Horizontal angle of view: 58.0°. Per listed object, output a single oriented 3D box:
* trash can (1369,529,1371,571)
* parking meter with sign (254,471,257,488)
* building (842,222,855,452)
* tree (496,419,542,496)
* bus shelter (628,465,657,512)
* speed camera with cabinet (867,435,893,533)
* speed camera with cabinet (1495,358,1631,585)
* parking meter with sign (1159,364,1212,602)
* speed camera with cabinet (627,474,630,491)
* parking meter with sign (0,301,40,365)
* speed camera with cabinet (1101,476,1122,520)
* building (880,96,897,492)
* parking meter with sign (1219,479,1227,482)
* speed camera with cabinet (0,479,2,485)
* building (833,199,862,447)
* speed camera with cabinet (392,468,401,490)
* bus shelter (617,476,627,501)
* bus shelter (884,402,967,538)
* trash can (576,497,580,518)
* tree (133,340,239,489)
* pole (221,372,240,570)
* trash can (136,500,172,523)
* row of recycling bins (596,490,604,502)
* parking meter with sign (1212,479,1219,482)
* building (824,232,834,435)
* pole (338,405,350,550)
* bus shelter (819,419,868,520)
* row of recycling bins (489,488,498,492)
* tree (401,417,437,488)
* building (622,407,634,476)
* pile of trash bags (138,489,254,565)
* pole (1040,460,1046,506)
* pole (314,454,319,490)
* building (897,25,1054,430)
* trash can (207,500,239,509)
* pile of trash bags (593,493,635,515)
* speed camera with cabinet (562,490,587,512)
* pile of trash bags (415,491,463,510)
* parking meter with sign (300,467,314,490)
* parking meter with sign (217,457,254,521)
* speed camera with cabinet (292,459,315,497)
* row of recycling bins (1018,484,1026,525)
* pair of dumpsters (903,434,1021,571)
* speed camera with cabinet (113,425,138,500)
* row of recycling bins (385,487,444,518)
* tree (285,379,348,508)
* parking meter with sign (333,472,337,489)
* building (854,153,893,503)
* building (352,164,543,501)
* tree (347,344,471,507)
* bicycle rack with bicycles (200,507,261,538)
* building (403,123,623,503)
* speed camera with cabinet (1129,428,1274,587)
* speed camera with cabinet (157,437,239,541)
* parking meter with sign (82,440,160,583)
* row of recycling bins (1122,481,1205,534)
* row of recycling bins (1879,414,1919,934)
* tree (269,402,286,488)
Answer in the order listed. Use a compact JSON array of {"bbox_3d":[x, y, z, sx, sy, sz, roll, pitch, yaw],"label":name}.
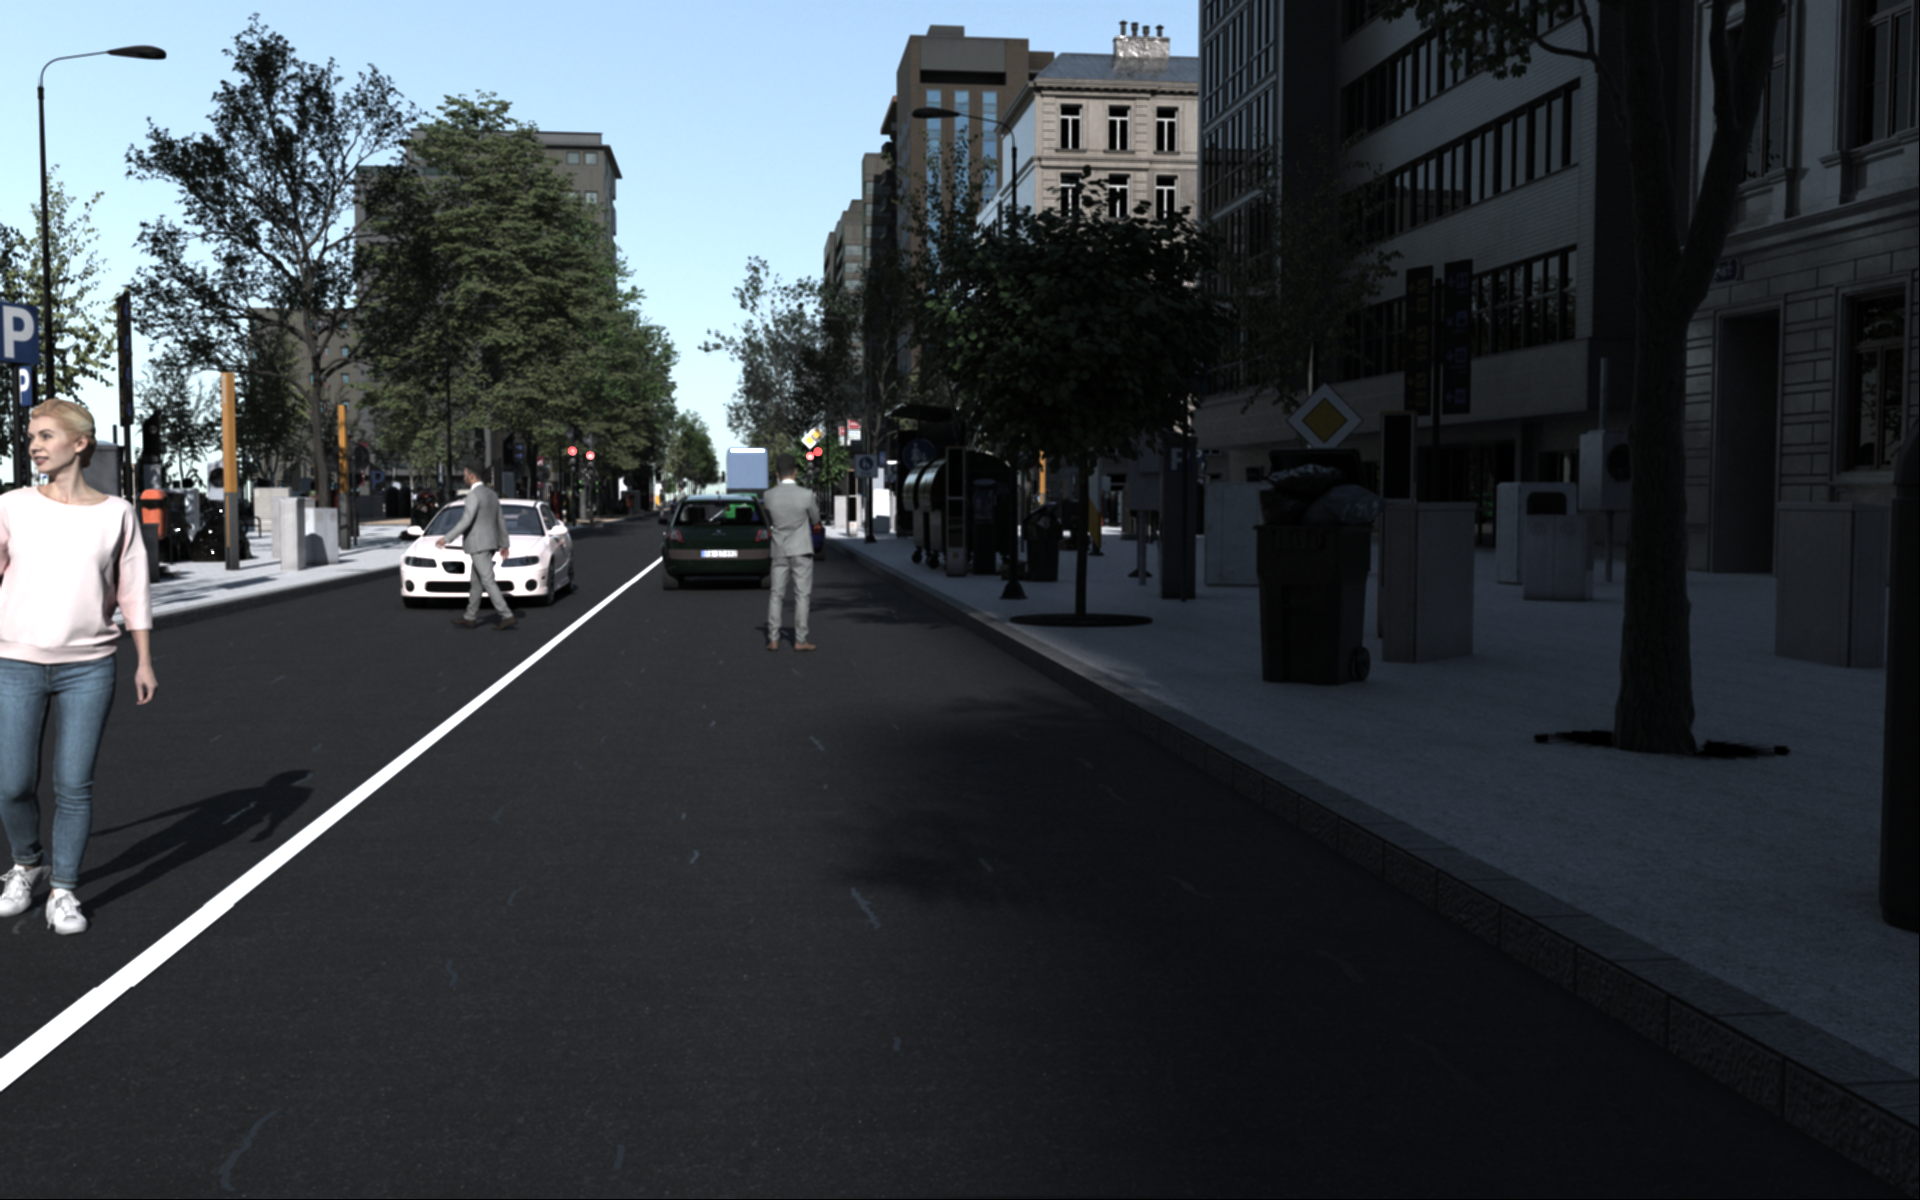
[{"bbox_3d":[6.235,-0.975,27.587,0.748,1.137,0.748,0,3,0],"label":"trash can"},{"bbox_3d":[-41.264,-6.435,101.466,0.543,3.016,1.738,-3,5,-40],"label":"parking meter with sign"},{"bbox_3d":[-10.847,-35.390,262.218,14.154,41.232,14.086,0,4,-7],"label":"building"},{"bbox_3d":[-36.990,-11.937,145.531,4.360,8.622,3.978,0,3,0],"label":"tree"},{"bbox_3d":[-23.621,-9.154,127.305,2.179,5.291,8.768,0,4,-7],"label":"bus shelter"},{"bbox_3d":[-2.724,-3.854,57.351,0.660,3.252,2.038,-1,4,-10],"label":"speed camera with cabinet"},{"bbox_3d":[8.739,-1.865,24.831,2.038,3.252,0.660,-1,4,-17],"label":"speed camera with cabinet"},{"bbox_3d":[2.713,-1.538,21.405,0.543,3.016,1.738,0,4,3],"label":"parking meter with sign"},{"bbox_3d":[-25.311,-8.478,132.950,0.660,3.252,2.038,0,4,-2],"label":"speed camera with cabinet"},{"bbox_3d":[-9.450,-1.211,16.057,1.738,3.016,0.543,1,4,11],"label":"parking meter with sign"},{"bbox_3d":[7.547,-5.596,85.824,0.660,3.252,2.038,-3,5,-41],"label":"speed camera with cabinet"},{"bbox_3d":[2.760,-32.760,190.246,22.147,44.769,28.867,0,4,-7],"label":"building"},{"bbox_3d":[13.173,-5.611,88.002,1.738,3.016,0.543,-1,4,-11],"label":"parking meter with sign"},{"bbox_3d":[-54.253,-6.316,97.603,0.660,3.252,2.038,-2,4,-33],"label":"speed camera with cabinet"},{"bbox_3d":[-8.785,-40.177,280.593,21.300,48.544,21.600,0,4,-7],"label":"building"},{"bbox_3d":[-42.648,-8.377,131.293,0.660,3.252,2.038,-1,4,-22],"label":"speed camera with cabinet"},{"bbox_3d":[-27.085,-9.034,141.625,2.014,3.302,5.546,0,4,-7],"label":"bus shelter"},{"bbox_3d":[-0.964,-3.445,47.615,1.731,3.624,6.357,0,4,-7],"label":"bus shelter"},{"bbox_3d":[-20.153,-4.865,91.200,0.748,1.137,0.748,0,3,0],"label":"trash can"},{"bbox_3d":[-37.417,-8.164,83.848,4.360,8.622,3.978,0,3,0],"label":"tree"},{"bbox_3d":[-12.271,-2.157,29.117,0.158,3.312,0.155,0,3,0],"label":"pole"},{"bbox_3d":[-18.181,-1.680,39.118,0.748,1.137,0.748,0,3,0],"label":"trash can"},{"bbox_3d":[-28.981,-8.513,146.293,3.534,1.692,1.069,0,4,-6],"label":"row of recycling bins"},{"bbox_3d":[9.340,-4.296,66.493,0.543,3.016,1.738,2,4,25],"label":"parking meter with sign"},{"bbox_3d":[-12.514,-41.494,302.132,21.300,48.544,21.600,0,4,-7],"label":"building"},{"bbox_3d":[-14.121,-2.805,39.704,0.158,3.312,0.155,0,3,0],"label":"pole"},{"bbox_3d":[-6.040,-6.863,89.836,2.179,5.291,8.768,0,4,-7],"label":"bus shelter"},{"bbox_3d":[-31.400,-6.644,115.744,1.069,1.692,3.534,-1,4,-13],"label":"row of recycling bins"},{"bbox_3d":[-44.599,-11.840,143.947,4.737,8.622,4.395,0,3,0],"label":"tree"},{"bbox_3d":[-67.934,-26.837,283.818,27.650,21.520,28.899,0,4,-7],"label":"building"},{"bbox_3d":[-14.695,-1.405,32.728,1.912,1.369,3.447,0,4,-7],"label":"pile of trash bags"},{"bbox_3d":[2.725,-3.866,57.058,0.158,3.312,0.155,0,3,0],"label":"pole"},{"bbox_3d":[-32.728,-5.767,88.126,0.158,3.312,0.155,0,3,0],"label":"pole"},{"bbox_3d":[1.407,-31.670,167.922,14.600,45.320,14.200,0,4,-7],"label":"building"},{"bbox_3d":[-18.066,-1.887,42.504,0.748,1.137,0.748,0,3,0],"label":"trash can"},{"bbox_3d":[-20.999,-5.899,106.196,1.912,1.369,3.447,-3,5,-44],"label":"pile of trash bags"},{"bbox_3d":[-27.521,-7.861,122.866,2.038,3.252,0.660,-2,4,-32],"label":"speed camera with cabinet"},{"bbox_3d":[-15.409,-2.662,53.269,1.912,1.369,3.447,2,4,25],"label":"pile of trash bags"},{"bbox_3d":[-42.870,-7.177,113.608,1.738,3.016,0.543,2,4,29],"label":"parking meter with sign"},{"bbox_3d":[-34.396,-5.218,81.570,1.738,3.016,0.543,0,4,5],"label":"parking meter with sign"},{"bbox_3d":[-36.640,-6.251,96.547,0.660,3.252,2.038,0,4,5],"label":"speed camera with cabinet"},{"bbox_3d":[0.945,-3.913,71.090,3.534,1.692,1.069,0,4,-4],"label":"row of recycling bins"},{"bbox_3d":[-0.009,-1.687,30.080,1.574,2.255,4.437,0,4,-7],"label":"pair of dumpsters"},{"bbox_3d":[-23.942,-3.328,48.747,0.660,3.252,2.038,0,4,4],"label":"speed camera with cabinet"},{"bbox_3d":[-29.903,-5.368,94.880,3.534,1.692,1.069,1,4,15],"label":"row of recycling bins"},{"bbox_3d":[-39.673,-9.724,109.357,4.360,8.622,3.978,0,3,0],"label":"tree"},{"bbox_3d":[-40.921,-7.194,113.881,0.543,3.016,1.738,0,4,-4],"label":"parking meter with sign"},{"bbox_3d":[-4.985,-32.257,210.993,14.154,41.232,14.086,0,4,-7],"label":"building"},{"bbox_3d":[-45.607,-23.480,155.596,14.160,30.474,14.107,0,4,-7],"label":"building"},{"bbox_3d":[-25.908,-8.028,81.613,4.360,8.622,3.978,0,3,0],"label":"tree"},{"bbox_3d":[-21.716,-2.265,50.417,2.925,0.926,2.852,2,4,27],"label":"bicycle rack with bicycles"},{"bbox_3d":[-64.716,-40.690,254.527,28.713,52.752,27.495,0,4,-7],"label":"building"},{"bbox_3d":[3.418,-1.829,24.242,2.038,3.252,0.660,1,4,15],"label":"speed camera with cabinet"},{"bbox_3d":[-20.937,-3.254,47.535,2.038,3.252,0.660,0,4,-6],"label":"speed camera with cabinet"},{"bbox_3d":[-12.216,-1.716,24.321,0.543,3.016,1.738,3,4,38],"label":"parking meter with sign"},{"bbox_3d":[6.586,-3.011,56.341,1.069,1.692,3.534,-3,4,-38],"label":"row of recycling bins"},{"bbox_3d":[3.646,0.200,3.846,1.069,1.692,3.534,-1,4,-21],"label":"row of recycling bins"},{"bbox_3d":[-46.224,-10.353,119.641,4.360,8.622,3.978,0,3,0],"label":"tree"}]
